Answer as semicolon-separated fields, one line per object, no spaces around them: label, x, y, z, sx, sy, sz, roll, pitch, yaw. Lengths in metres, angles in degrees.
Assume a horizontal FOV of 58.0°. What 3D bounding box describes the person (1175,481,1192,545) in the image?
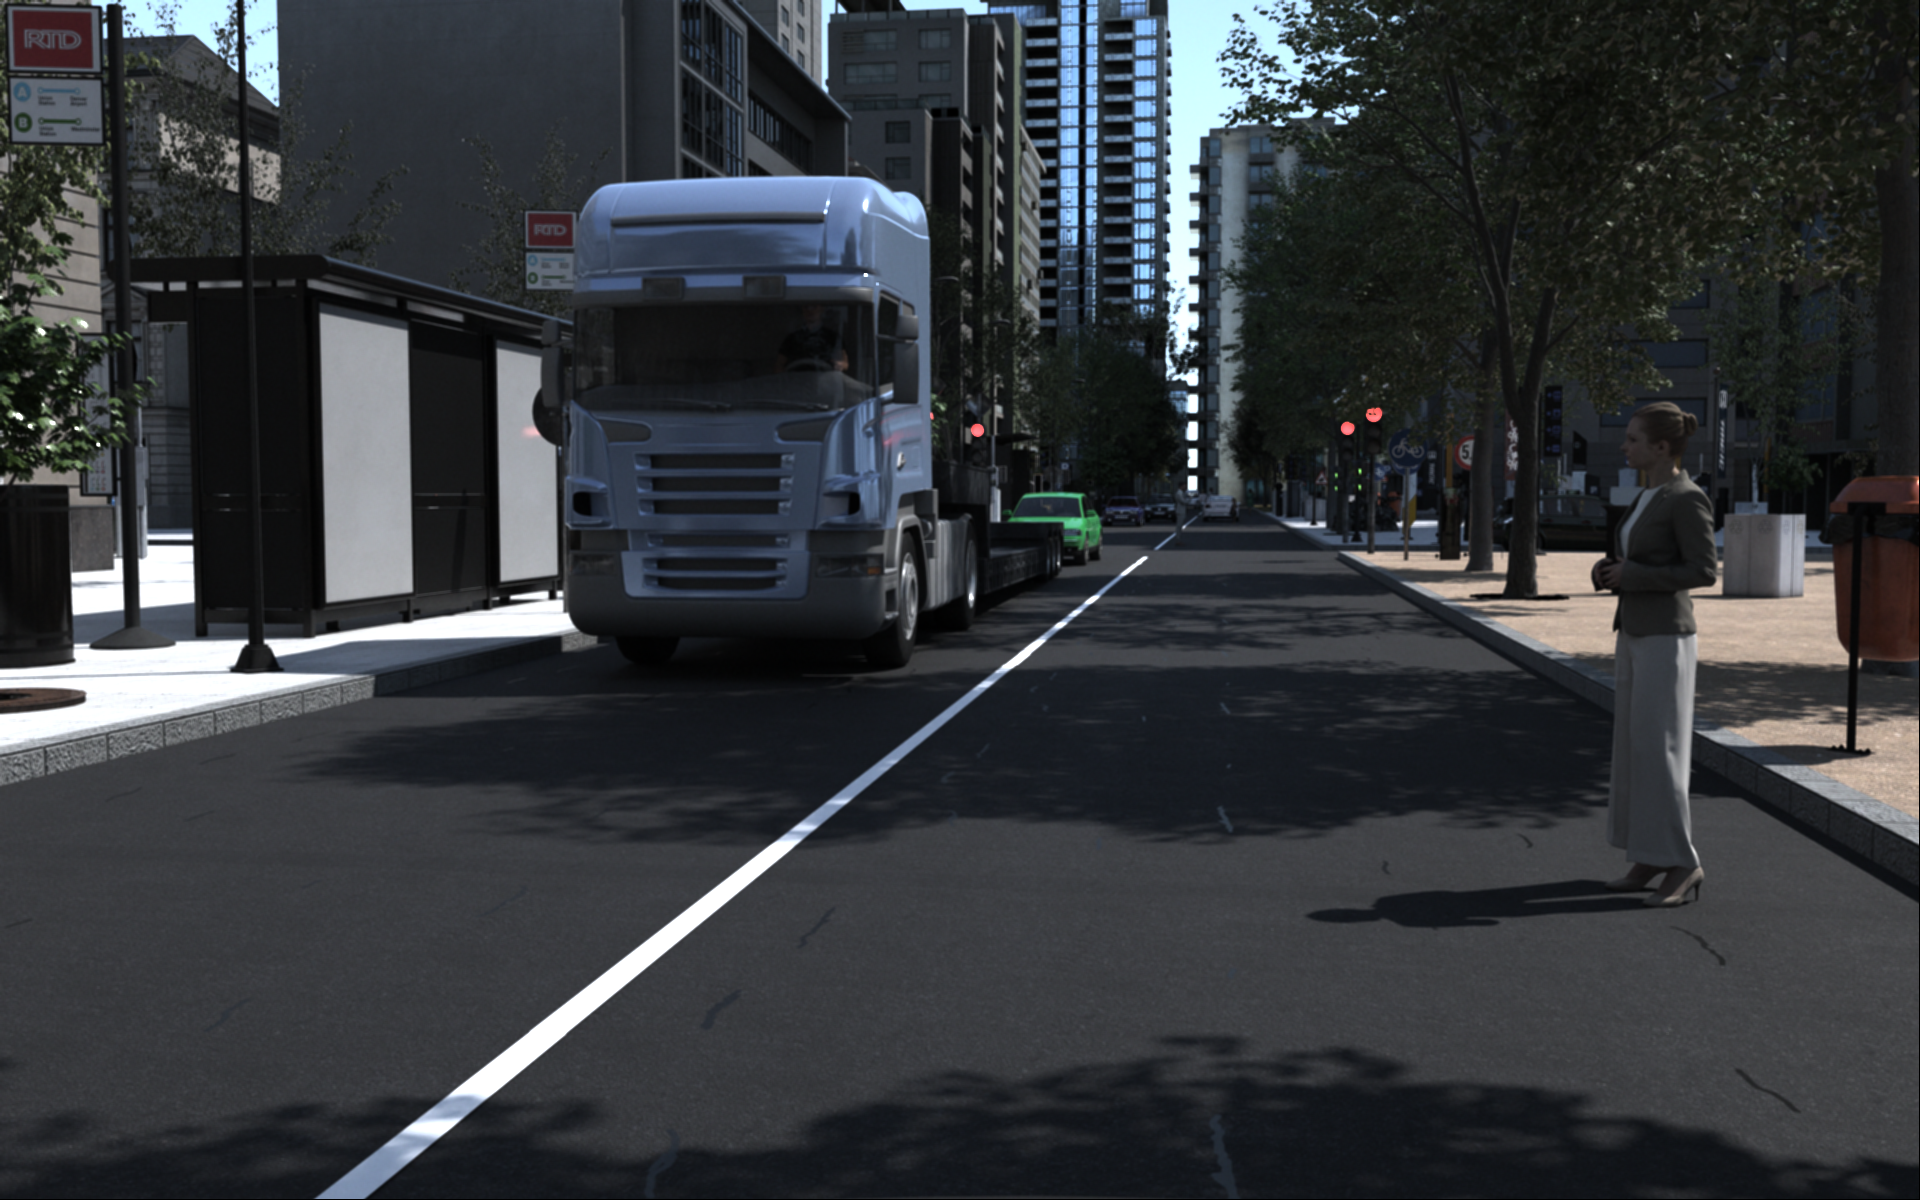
person;6.252;-2.434;48.477;0.466;1.800;0.511;0;4;5

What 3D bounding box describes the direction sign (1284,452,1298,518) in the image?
direction sign;17.758;-6.217;93.649;0.379;3.537;0.876;-1;4;-17

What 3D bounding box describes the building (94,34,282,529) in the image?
building;-37.222;-12.498;68.973;19.286;19.102;10.561;1;4;9

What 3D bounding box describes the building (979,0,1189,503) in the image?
building;14.360;-55.851;225.827;31.000;86.520;22.319;1;4;9

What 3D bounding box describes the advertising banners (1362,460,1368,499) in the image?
advertising banners;20.646;-5.632;88.275;0.090;3.025;2.074;1;4;20

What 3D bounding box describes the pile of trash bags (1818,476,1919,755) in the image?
pile of trash bags;5.302;0.141;7.454;1.912;1.369;3.447;-2;4;-28

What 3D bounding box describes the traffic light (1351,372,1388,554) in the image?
traffic light;8.825;-2.950;37.157;0.839;4.253;0.868;1;4;9

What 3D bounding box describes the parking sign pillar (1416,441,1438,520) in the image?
parking sign pillar;23.631;-6.068;87.690;1.447;3.967;1.447;-3;5;-42

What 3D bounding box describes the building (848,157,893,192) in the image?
building;-9.004;-16.168;100.504;11.583;22.565;21.152;1;4;9

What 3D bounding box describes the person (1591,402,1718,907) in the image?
person;2.451;0.174;6.205;0.362;1.759;0.519;0;4;0

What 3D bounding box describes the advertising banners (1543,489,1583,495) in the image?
advertising banners;18.320;-3.514;53.646;2.074;3.025;0.090;-1;4;-9

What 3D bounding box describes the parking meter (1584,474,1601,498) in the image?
parking meter;18.271;-2.712;50.059;0.399;1.863;0.255;0;4;-1

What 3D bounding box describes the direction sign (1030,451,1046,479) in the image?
direction sign;4.028;-6.008;90.225;0.876;3.537;0.379;-1;4;-10

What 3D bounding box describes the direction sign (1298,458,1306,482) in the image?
direction sign;21.249;-7.132;108.606;0.876;3.537;0.379;2;4;27

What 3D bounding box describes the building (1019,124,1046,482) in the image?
building;-4.203;-29.446;173.327;23.993;40.220;32.217;1;4;9

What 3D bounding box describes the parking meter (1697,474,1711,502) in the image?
parking meter;21.071;-2.656;49.143;0.399;1.863;0.255;1;4;20

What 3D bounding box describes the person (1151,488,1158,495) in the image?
person;11.173;-5.561;99.604;0.511;1.800;0.466;1;4;15

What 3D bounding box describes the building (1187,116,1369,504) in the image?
building;44.810;-36.894;222.826;30.456;49.044;23.786;1;4;9

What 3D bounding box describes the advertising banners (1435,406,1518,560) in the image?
advertising banners;10.217;-2.306;33.897;2.074;3.025;0.090;-1;4;-21

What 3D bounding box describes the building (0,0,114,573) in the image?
building;-27.141;-13.913;24.736;25.104;27.353;12.463;1;4;9

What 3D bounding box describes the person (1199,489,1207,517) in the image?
person;15.431;-6.104;108.965;0.731;1.740;0.598;-1;4;-14

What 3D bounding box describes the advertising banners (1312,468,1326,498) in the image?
advertising banners;23.586;-7.194;113.807;0.090;3.025;2.074;-1;4;-13

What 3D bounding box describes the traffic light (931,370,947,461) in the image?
traffic light;-0.679;-3.038;38.590;0.839;4.253;0.868;1;4;9

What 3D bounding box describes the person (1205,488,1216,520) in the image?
person;13.905;-5.356;96.344;0.850;1.792;0.678;2;4;28

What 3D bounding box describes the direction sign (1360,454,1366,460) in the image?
direction sign;22.753;-6.500;98.274;0.379;3.537;0.876;-1;4;-22

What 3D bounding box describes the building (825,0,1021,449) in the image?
building;-2.714;-28.156;143.942;14.154;41.232;14.086;1;4;9

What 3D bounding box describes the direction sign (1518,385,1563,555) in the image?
direction sign;12.140;-2.711;36.329;0.876;3.537;0.379;1;4;19

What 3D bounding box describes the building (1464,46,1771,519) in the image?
building;38.347;-34.224;101.556;21.231;58.520;28.212;1;4;9

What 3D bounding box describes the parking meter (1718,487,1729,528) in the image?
parking meter;29.323;-3.557;66.567;0.372;1.533;0.369;0;3;0

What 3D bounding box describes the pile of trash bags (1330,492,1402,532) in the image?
pile of trash bags;14.341;-3.067;59.903;1.912;1.369;3.447;3;5;41

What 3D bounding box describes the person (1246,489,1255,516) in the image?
person;19.286;-6.509;115.173;0.600;1.795;0.529;2;4;24

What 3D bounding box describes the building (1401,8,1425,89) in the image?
building;52.450;-33.327;164.496;23.786;49.044;30.456;1;4;9

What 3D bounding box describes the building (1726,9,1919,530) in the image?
building;43.929;-24.914;61.965;28.867;44.769;22.147;1;4;9

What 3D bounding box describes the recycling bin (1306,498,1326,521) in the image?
recycling bin;16.821;-4.237;81.835;0.722;1.027;0.722;2;4;34

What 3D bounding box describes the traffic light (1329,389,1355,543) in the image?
traffic light;10.032;-3.433;45.051;0.839;4.253;0.868;1;4;9

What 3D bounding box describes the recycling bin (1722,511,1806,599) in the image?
recycling bin;10.074;-0.560;21.708;0.722;1.027;0.722;-3;4;-39

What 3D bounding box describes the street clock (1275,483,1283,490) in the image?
street clock;20.572;-6.555;111.749;0.471;2.002;0.358;-2;4;-23

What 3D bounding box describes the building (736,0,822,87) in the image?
building;-26.238;-45.433;181.076;20.611;71.187;20.563;1;4;9

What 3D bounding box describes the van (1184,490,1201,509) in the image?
van;22.131;-9.678;165.246;2.013;2.044;4.112;0;4;7

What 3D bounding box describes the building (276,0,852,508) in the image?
building;-14.667;-15.622;74.482;14.314;24.678;30.058;1;4;9

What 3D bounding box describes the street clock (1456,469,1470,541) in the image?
street clock;13.855;-2.604;47.148;0.471;2.002;0.358;-3;5;-43

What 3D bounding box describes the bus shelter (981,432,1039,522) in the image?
bus shelter;1.963;-4.761;69.130;1.731;3.624;6.357;1;4;9

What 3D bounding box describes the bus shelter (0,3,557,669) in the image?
bus shelter;-6.328;-2.395;16.788;2.179;5.291;8.768;1;4;9

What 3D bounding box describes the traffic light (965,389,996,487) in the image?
traffic light;0.529;-3.521;46.484;0.839;4.253;0.868;1;4;9

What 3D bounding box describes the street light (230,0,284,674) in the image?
street light;-4.555;-2.430;12.271;1.470;5.913;1.316;1;4;9

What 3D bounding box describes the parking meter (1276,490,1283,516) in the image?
parking meter;18.358;-5.574;99.543;0.372;1.533;0.369;0;3;0

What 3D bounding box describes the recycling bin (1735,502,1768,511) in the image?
recycling bin;24.674;-2.537;54.033;0.722;1.027;0.722;-3;4;-38

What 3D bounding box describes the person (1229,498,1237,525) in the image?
person;12.833;-4.171;81.362;0.373;1.253;0.362;0;4;7

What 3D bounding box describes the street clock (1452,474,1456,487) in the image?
street clock;17.346;-3.417;60.444;0.471;2.002;0.358;1;4;21

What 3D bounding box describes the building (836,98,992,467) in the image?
building;-5.508;-21.943;130.463;14.160;30.474;14.107;1;4;9
